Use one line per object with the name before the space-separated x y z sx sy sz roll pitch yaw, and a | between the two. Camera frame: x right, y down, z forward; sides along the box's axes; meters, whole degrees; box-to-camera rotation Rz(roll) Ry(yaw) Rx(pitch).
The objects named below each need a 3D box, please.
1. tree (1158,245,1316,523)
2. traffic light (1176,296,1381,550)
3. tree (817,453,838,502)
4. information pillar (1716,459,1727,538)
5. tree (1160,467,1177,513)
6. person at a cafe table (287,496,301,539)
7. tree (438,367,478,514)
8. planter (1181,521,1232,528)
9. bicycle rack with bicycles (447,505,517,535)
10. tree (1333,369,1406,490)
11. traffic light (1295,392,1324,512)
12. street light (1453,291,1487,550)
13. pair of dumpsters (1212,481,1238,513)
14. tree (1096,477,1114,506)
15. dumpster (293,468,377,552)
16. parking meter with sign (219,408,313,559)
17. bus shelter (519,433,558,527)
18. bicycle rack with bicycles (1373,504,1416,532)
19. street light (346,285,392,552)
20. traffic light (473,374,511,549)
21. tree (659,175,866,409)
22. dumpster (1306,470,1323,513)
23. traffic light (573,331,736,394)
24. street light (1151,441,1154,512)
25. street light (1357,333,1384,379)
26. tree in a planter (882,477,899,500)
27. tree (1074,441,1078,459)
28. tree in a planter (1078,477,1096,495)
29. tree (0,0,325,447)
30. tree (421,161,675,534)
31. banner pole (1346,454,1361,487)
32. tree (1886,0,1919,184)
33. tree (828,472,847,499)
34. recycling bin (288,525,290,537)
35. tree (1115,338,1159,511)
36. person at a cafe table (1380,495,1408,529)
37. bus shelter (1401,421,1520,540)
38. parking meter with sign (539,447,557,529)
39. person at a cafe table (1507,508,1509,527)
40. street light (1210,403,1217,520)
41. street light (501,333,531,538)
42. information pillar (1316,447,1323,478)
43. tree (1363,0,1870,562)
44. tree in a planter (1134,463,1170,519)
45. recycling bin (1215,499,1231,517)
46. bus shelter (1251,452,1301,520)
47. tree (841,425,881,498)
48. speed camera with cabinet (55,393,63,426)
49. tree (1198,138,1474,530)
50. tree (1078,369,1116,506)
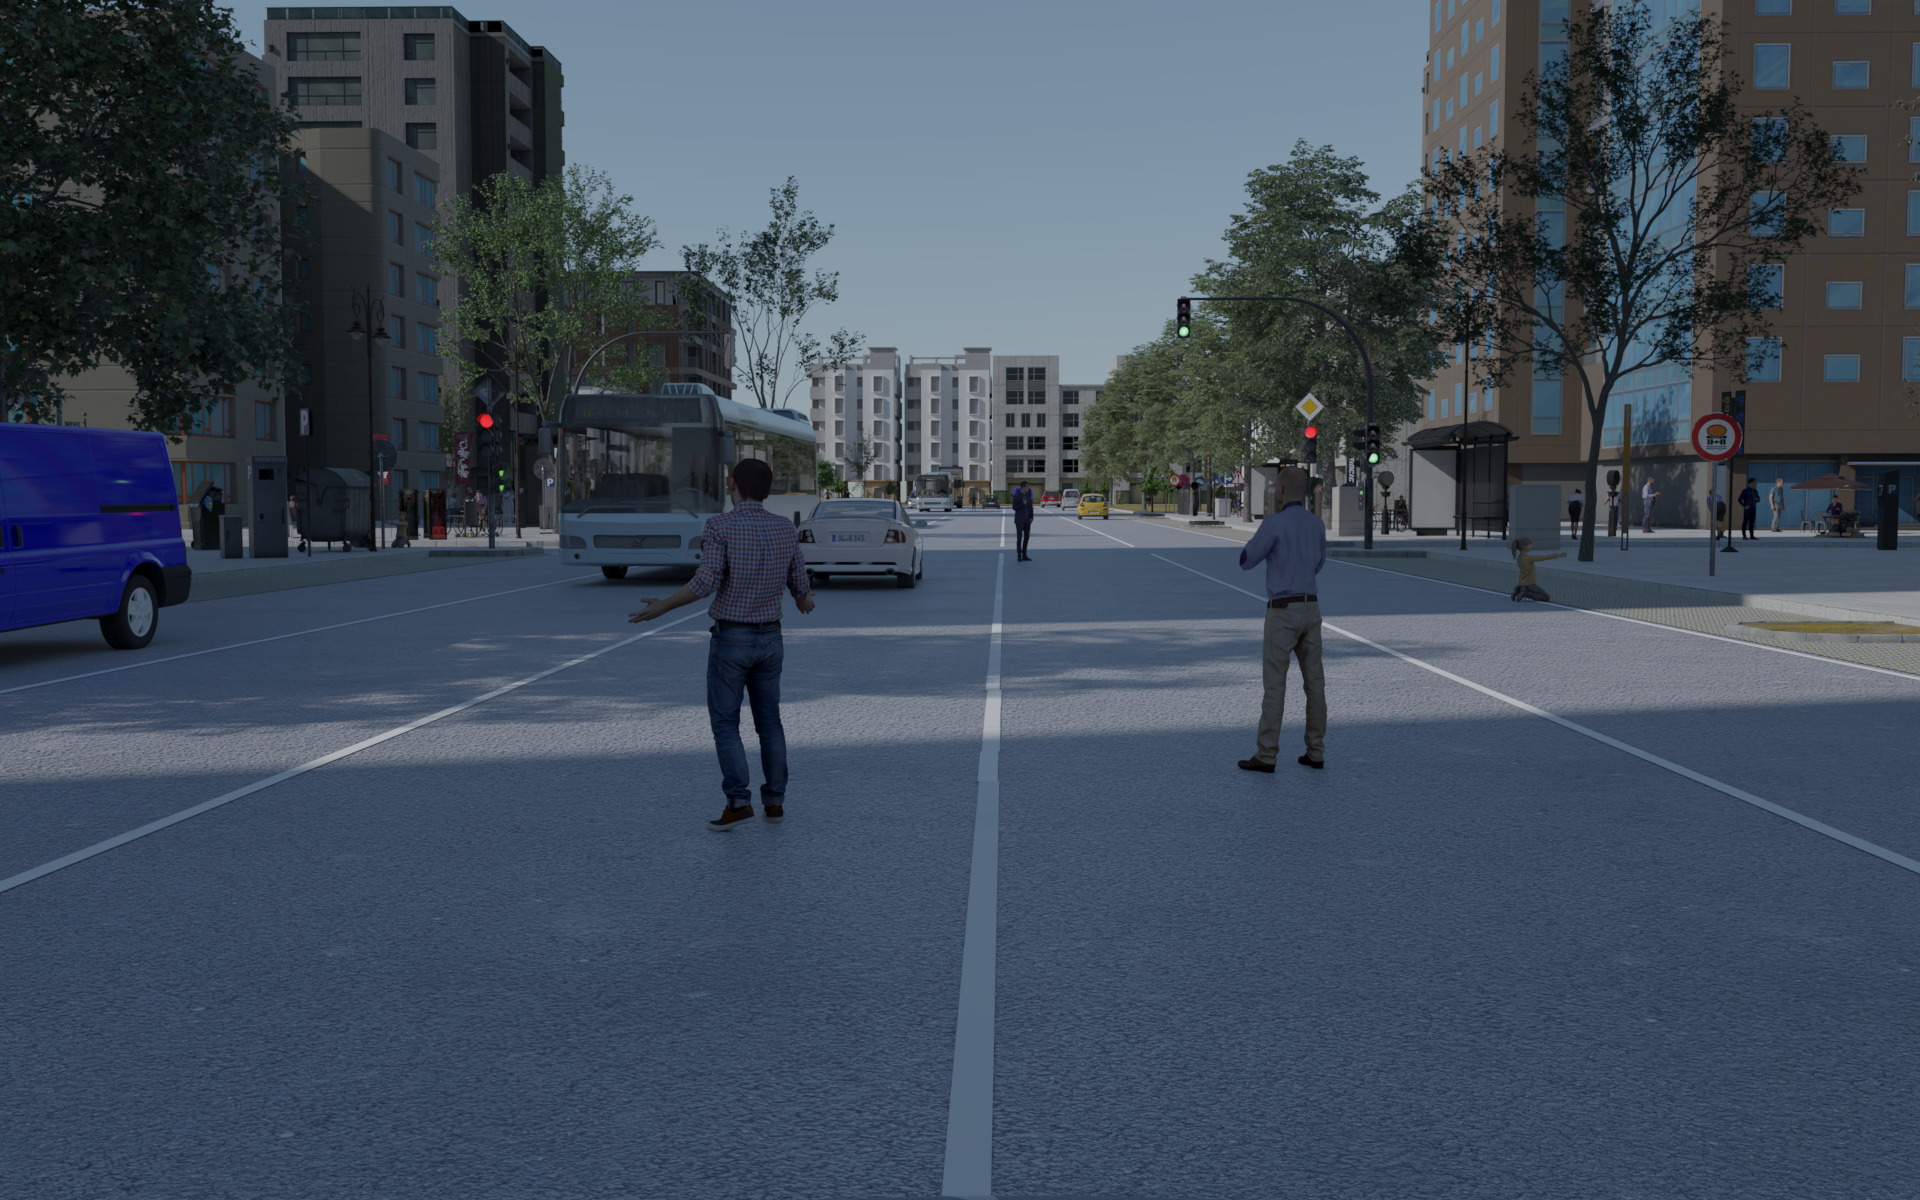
tree | 13.065 -9.749 77.519 7.486 12.596 7.792 0 3 0
traffic light | 7.346 -3.993 39.959 4.771 5.953 1.251 0 4 1
tree | -11.374 -9.503 139.093 4.285 4.588 4.351 0 3 0
information pillar | 22.261 -3.632 50.746 0.183 3.616 0.504 -1 4 -20
tree | 14.004 -7.374 115.173 1.663 3.219 1.824 0 3 0
person at a cafe table | -18.968 -2.403 50.148 1.698 1.238 1.726 1 4 23
tree | -28.868 -8.972 97.055 4.737 8.622 4.395 0 3 0
planter | 10.327 -3.159 72.792 1.991 0.319 1.994 0 4 1
bicycle rack with bicycles | -15.349 -2.543 54.968 2.852 0.926 2.925 -3 5 -41
tree | 21.618 -8.736 93.197 4.737 8.622 4.395 0 3 0
traffic light | 9.647 -3.615 48.029 0.839 4.253 0.868 0 4 1
street light | 11.549 -4.083 39.547 0.468 5.910 1.993 0 4 1
pair of dumpsters | 17.887 -7.041 117.609 1.574 2.255 4.437 0 4 1
tree | 16.201 -12.220 194.401 1.663 3.219 1.824 0 3 0
dumpster | -13.957 -2.015 38.697 1.264 1.857 1.865 0 4 2
parking meter with sign | -13.964 -2.360 34.854 1.738 3.016 0.543 -3 4 -38
bus shelter | -16.072 -4.789 69.590 1.731 3.624 6.357 0 4 2
bicycle rack with bicycles | 15.077 -2.826 59.586 2.925 0.926 2.852 -3 4 -38
street light | -13.089 -4.018 38.483 0.468 5.910 1.993 0 4 1
traffic light | -10.975 -3.158 40.560 0.839 4.253 0.868 0 4 1
tree | -11.917 -15.245 105.148 12.611 20.169 13.585 0 3 0
dumpster | 14.193 -4.135 70.096 1.502 2.255 1.985 0 4 2
traffic light | -8.674 -4.517 48.523 4.771 5.953 1.251 0 4 1
street light | 13.557 -9.114 121.794 0.468 5.910 1.993 0 4 1
street light | 11.796 -4.717 49.906 0.468 5.910 1.993 0 4 1
tree in a planter | -7.135 -11.013 177.281 1.991 3.239 1.994 0 4 1
tree | 15.667 -16.226 183.426 7.486 12.596 7.792 0 3 0
tree in a planter | 13.058 -11.042 177.764 1.991 3.239 1.994 0 4 1
tree | -14.113 -6.614 25.149 9.611 12.733 9.660 0 3 0
tree | -12.991 -7.926 55.340 9.928 11.665 9.643 0 3 0
banner pole | 16.272 -4.974 71.335 0.863 3.779 0.401 3 4 37
tree | 11.250 -4.035 16.331 4.360 8.622 3.978 0 3 0
tree | -10.436 -9.418 148.593 1.663 3.219 1.824 0 3 0
recycling bin | -20.341 -2.376 51.404 0.722 1.027 0.722 -3 4 -36
tree | 13.770 -11.445 105.250 7.486 12.596 7.792 0 3 0
person at a cafe table | 16.262 -3.211 63.361 1.698 1.238 1.726 0 4 3
bus shelter | 14.502 -3.466 50.592 2.014 3.302 5.546 0 4 1
parking meter with sign | -14.939 -4.113 63.503 0.543 3.016 1.738 0 4 6
person at a cafe table | 20.866 -3.622 67.730 1.698 1.524 1.622 1 4 10
street light | 12.661 -6.933 86.137 0.468 5.910 1.993 0 4 1
street light | -12.755 -4.717 49.918 0.468 5.910 1.993 0 4 1
information pillar | 15.198 -5.001 73.115 0.183 3.616 0.504 3 5 43
tree | 11.824 -5.988 32.312 8.767 10.594 7.601 1 4 10
tree in a planter | 11.028 -6.264 99.637 1.991 3.239 1.994 0 4 1
recycling bin | 14.558 -5.102 95.974 0.722 1.027 0.722 0 4 -6
bus shelter | 15.288 -5.548 84.639 2.014 3.302 5.546 0 4 2
tree | -10.285 -14.198 182.505 4.360 8.622 3.978 0 3 0
speed camera with cabinet | -16.722 -2.363 32.977 0.660 3.252 2.038 1 4 17
tree | 13.247 -9.488 61.783 9.857 13.997 8.962 0 3 0
tree | 13.621 -13.031 131.188 7.486 12.596 7.792 0 3 0
